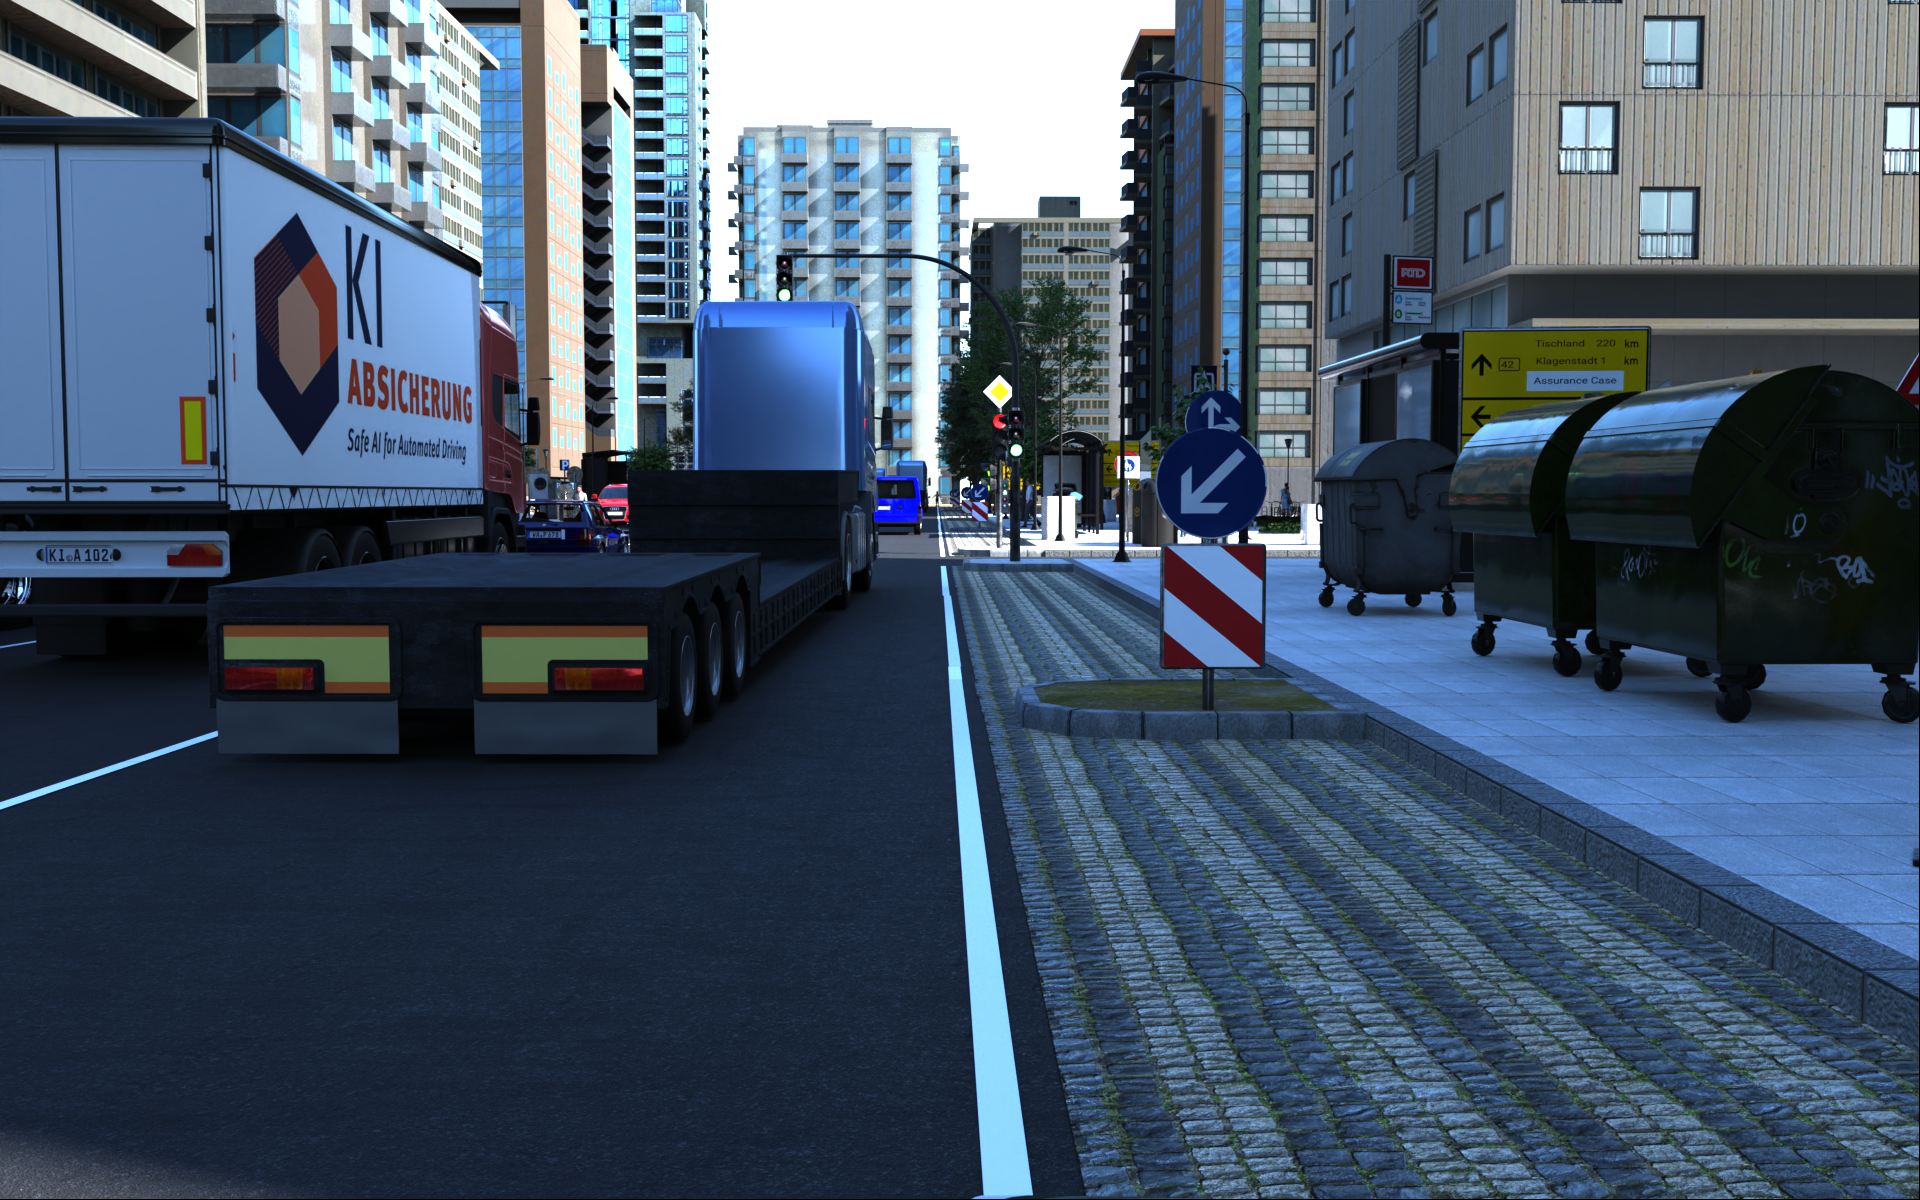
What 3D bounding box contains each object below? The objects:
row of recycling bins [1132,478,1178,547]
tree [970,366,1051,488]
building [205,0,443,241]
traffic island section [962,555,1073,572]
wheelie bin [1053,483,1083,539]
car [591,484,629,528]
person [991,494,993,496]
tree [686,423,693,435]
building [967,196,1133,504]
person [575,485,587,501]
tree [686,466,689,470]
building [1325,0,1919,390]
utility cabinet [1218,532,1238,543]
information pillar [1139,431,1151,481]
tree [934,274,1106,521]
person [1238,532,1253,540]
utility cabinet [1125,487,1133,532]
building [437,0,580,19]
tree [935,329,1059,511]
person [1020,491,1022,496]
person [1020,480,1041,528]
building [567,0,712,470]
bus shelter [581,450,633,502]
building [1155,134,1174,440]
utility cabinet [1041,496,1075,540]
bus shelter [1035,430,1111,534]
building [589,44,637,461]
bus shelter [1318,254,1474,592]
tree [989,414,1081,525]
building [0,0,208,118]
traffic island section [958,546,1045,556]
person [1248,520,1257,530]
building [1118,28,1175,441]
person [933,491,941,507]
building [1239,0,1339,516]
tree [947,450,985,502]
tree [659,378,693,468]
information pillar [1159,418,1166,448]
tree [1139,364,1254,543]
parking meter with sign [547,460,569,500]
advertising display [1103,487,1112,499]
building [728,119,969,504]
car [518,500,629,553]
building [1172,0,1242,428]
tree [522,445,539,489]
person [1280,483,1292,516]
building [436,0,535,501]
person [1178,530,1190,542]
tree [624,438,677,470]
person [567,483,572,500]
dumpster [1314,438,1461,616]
[{"bbox_3d":[4.922,-2.221,43.428,1.069,1.692,3.534,0,4,1],"label":"row of recycling bins"},{"bbox_3d":[2.921,-8.951,96.710,4.360,8.622,3.978,0,3,0],"label":"tree"},{"bbox_3d":[-42.640,-29.224,97.421,23.786,49.044,30.456,0,4,-1],"label":"building"},{"bbox_3d":[1.066,-0.662,33.105,2.009,0.180,2.903,0,4,-1],"label":"traffic island section"},{"bbox_3d":[3.038,-2.549,49.584,0.980,1.594,0.693,1,4,21],"label":"wheelie bin"},{"bbox_3d":[-12.392,-3.393,64.152,2.281,1.827,5.304,0,4,-2],"label":"car"},{"bbox_3d":[3.434,-9.768,165.771,1.348,1.821,0.705,-2,4,-28],"label":"person"},{"bbox_3d":[-18.895,-14.749,151.513,12.009,13.543,11.850,0,3,0],"label":"tree"},{"bbox_3d":[13.053,-32.832,228.680,23.993,40.220,32.217,0,4,-1],"label":"building"},{"bbox_3d":[-15.166,-3.701,69.282,0.678,1.792,0.850,2,4,23],"label":"person"},{"bbox_3d":[-18.951,-7.720,120.821,1.663,3.219,1.824,0,3,0],"label":"tree"},{"bbox_3d":[30.493,-29.295,68.218,27.495,52.752,28.713,0,4,-1],"label":"building"},{"bbox_3d":[6.465,-2.032,41.899,0.318,1.500,1.173,1,4,20],"label":"utility cabinet"},{"bbox_3d":[6.769,-4.398,63.262,0.504,3.616,0.183,-2,4,-25],"label":"information pillar"},{"bbox_3d":[3.186,-9.512,81.282,9.928,11.665,9.643,0,3,0],"label":"tree"},{"bbox_3d":[7.936,-2.573,48.394,0.573,1.790,0.520,0,4,5],"label":"person"},{"bbox_3d":[5.863,-2.980,57.398,0.318,1.500,1.173,-3,4,-39],"label":"utility cabinet"},{"bbox_3d":[-40.356,-30.389,146.963,14.600,45.320,14.200,0,4,-1],"label":"building"},{"bbox_3d":[2.996,-13.953,134.793,9.857,13.997,8.962,0,3,0],"label":"tree"},{"bbox_3d":[4.932,-8.509,144.788,1.348,1.869,0.705,-2,4,-35],"label":"person"},{"bbox_3d":[2.695,-3.670,66.142,0.850,1.850,0.679,1,4,14],"label":"person"},{"bbox_3d":[-45.139,-55.648,222.518,31.000,86.520,22.319,0,4,-1],"label":"building"},{"bbox_3d":[-19.281,-6.339,94.926,1.731,3.624,6.357,0,4,-1],"label":"bus shelter"},{"bbox_3d":[22.875,-22.663,142.248,14.160,30.474,14.107,0,4,-1],"label":"building"},{"bbox_3d":[2.754,-2.293,48.654,1.020,1.237,0.306,-3,4,-36],"label":"utility cabinet"},{"bbox_3d":[3.625,-3.883,57.406,2.014,3.302,5.546,0,4,-1],"label":"bus shelter"},{"bbox_3d":[-40.252,-31.829,170.513,14.200,45.320,14.600,0,4,-1],"label":"building"},{"bbox_3d":[6.960,-3.006,26.778,2.179,5.291,8.768,0,4,-1],"label":"bus shelter"},{"bbox_3d":[3.487,-5.379,71.667,4.285,4.588,4.351,0,3,0],"label":"tree"},{"bbox_3d":[-42.870,-26.897,63.466,21.300,48.544,21.600,0,4,-1],"label":"building"},{"bbox_3d":[0.957,-1.150,41.089,2.009,0.180,2.903,0,4,-1],"label":"traffic island section"},{"bbox_3d":[10.515,-3.396,62.314,0.466,1.731,0.760,-2,4,-23],"label":"person"},{"bbox_3d":[26.654,-31.112,163.312,22.147,44.769,28.867,0,4,-1],"label":"building"},{"bbox_3d":[-2.538,-10.991,188.906,1.217,1.736,0.721,2,4,32],"label":"person"},{"bbox_3d":[24.473,-25.956,107.970,14.154,41.232,14.086,0,4,-1],"label":"building"},{"bbox_3d":[2.024,-15.525,188.249,8.767,10.594,7.601,-2,4,-33],"label":"tree"},{"bbox_3d":[-19.478,-12.118,132.540,7.601,10.594,8.767,-2,4,-31],"label":"tree"},{"bbox_3d":[6.265,-3.791,53.329,0.183,3.616,0.504,3,5,39],"label":"information pillar"},{"bbox_3d":[3.498,-1.916,25.924,1.663,3.219,1.824,0,3,0],"label":"tree"},{"bbox_3d":[-20.688,-5.635,88.385,1.738,3.016,0.543,3,4,39],"label":"parking meter with sign"},{"bbox_3d":[7.268,-4.966,86.410,0.123,1.923,0.974,-2,4,-25],"label":"advertising display"},{"bbox_3d":[-14.117,-36.982,224.257,30.456,49.044,23.786,0,4,-1],"label":"building"},{"bbox_3d":[-6.858,-1.075,30.162,1.945,1.354,3.894,0,4,-2],"label":"car"},{"bbox_3d":[23.596,-29.209,127.676,14.600,45.320,14.200,0,4,-1],"label":"building"},{"bbox_3d":[-25.370,-6.961,97.519,4.285,4.588,4.351,0,3,0],"label":"tree"},{"bbox_3d":[15.239,-4.577,80.967,0.778,1.811,0.616,-2,4,-35],"label":"person"},{"bbox_3d":[-48.887,-26.627,127.234,32.217,40.220,23.993,0,4,-1],"label":"building"},{"bbox_3d":[5.984,-2.450,46.772,0.598,1.740,0.731,-3,5,-42],"label":"person"},{"bbox_3d":[-18.245,-7.223,101.813,4.285,4.588,4.351,0,3,0],"label":"tree"},{"bbox_3d":[-18.049,-4.525,80.249,0.641,1.798,0.478,0,4,-2],"label":"person"},{"bbox_3d":[4.670,-0.802,18.875,1.264,1.857,1.865,0,4,-1],"label":"dumpster"}]
